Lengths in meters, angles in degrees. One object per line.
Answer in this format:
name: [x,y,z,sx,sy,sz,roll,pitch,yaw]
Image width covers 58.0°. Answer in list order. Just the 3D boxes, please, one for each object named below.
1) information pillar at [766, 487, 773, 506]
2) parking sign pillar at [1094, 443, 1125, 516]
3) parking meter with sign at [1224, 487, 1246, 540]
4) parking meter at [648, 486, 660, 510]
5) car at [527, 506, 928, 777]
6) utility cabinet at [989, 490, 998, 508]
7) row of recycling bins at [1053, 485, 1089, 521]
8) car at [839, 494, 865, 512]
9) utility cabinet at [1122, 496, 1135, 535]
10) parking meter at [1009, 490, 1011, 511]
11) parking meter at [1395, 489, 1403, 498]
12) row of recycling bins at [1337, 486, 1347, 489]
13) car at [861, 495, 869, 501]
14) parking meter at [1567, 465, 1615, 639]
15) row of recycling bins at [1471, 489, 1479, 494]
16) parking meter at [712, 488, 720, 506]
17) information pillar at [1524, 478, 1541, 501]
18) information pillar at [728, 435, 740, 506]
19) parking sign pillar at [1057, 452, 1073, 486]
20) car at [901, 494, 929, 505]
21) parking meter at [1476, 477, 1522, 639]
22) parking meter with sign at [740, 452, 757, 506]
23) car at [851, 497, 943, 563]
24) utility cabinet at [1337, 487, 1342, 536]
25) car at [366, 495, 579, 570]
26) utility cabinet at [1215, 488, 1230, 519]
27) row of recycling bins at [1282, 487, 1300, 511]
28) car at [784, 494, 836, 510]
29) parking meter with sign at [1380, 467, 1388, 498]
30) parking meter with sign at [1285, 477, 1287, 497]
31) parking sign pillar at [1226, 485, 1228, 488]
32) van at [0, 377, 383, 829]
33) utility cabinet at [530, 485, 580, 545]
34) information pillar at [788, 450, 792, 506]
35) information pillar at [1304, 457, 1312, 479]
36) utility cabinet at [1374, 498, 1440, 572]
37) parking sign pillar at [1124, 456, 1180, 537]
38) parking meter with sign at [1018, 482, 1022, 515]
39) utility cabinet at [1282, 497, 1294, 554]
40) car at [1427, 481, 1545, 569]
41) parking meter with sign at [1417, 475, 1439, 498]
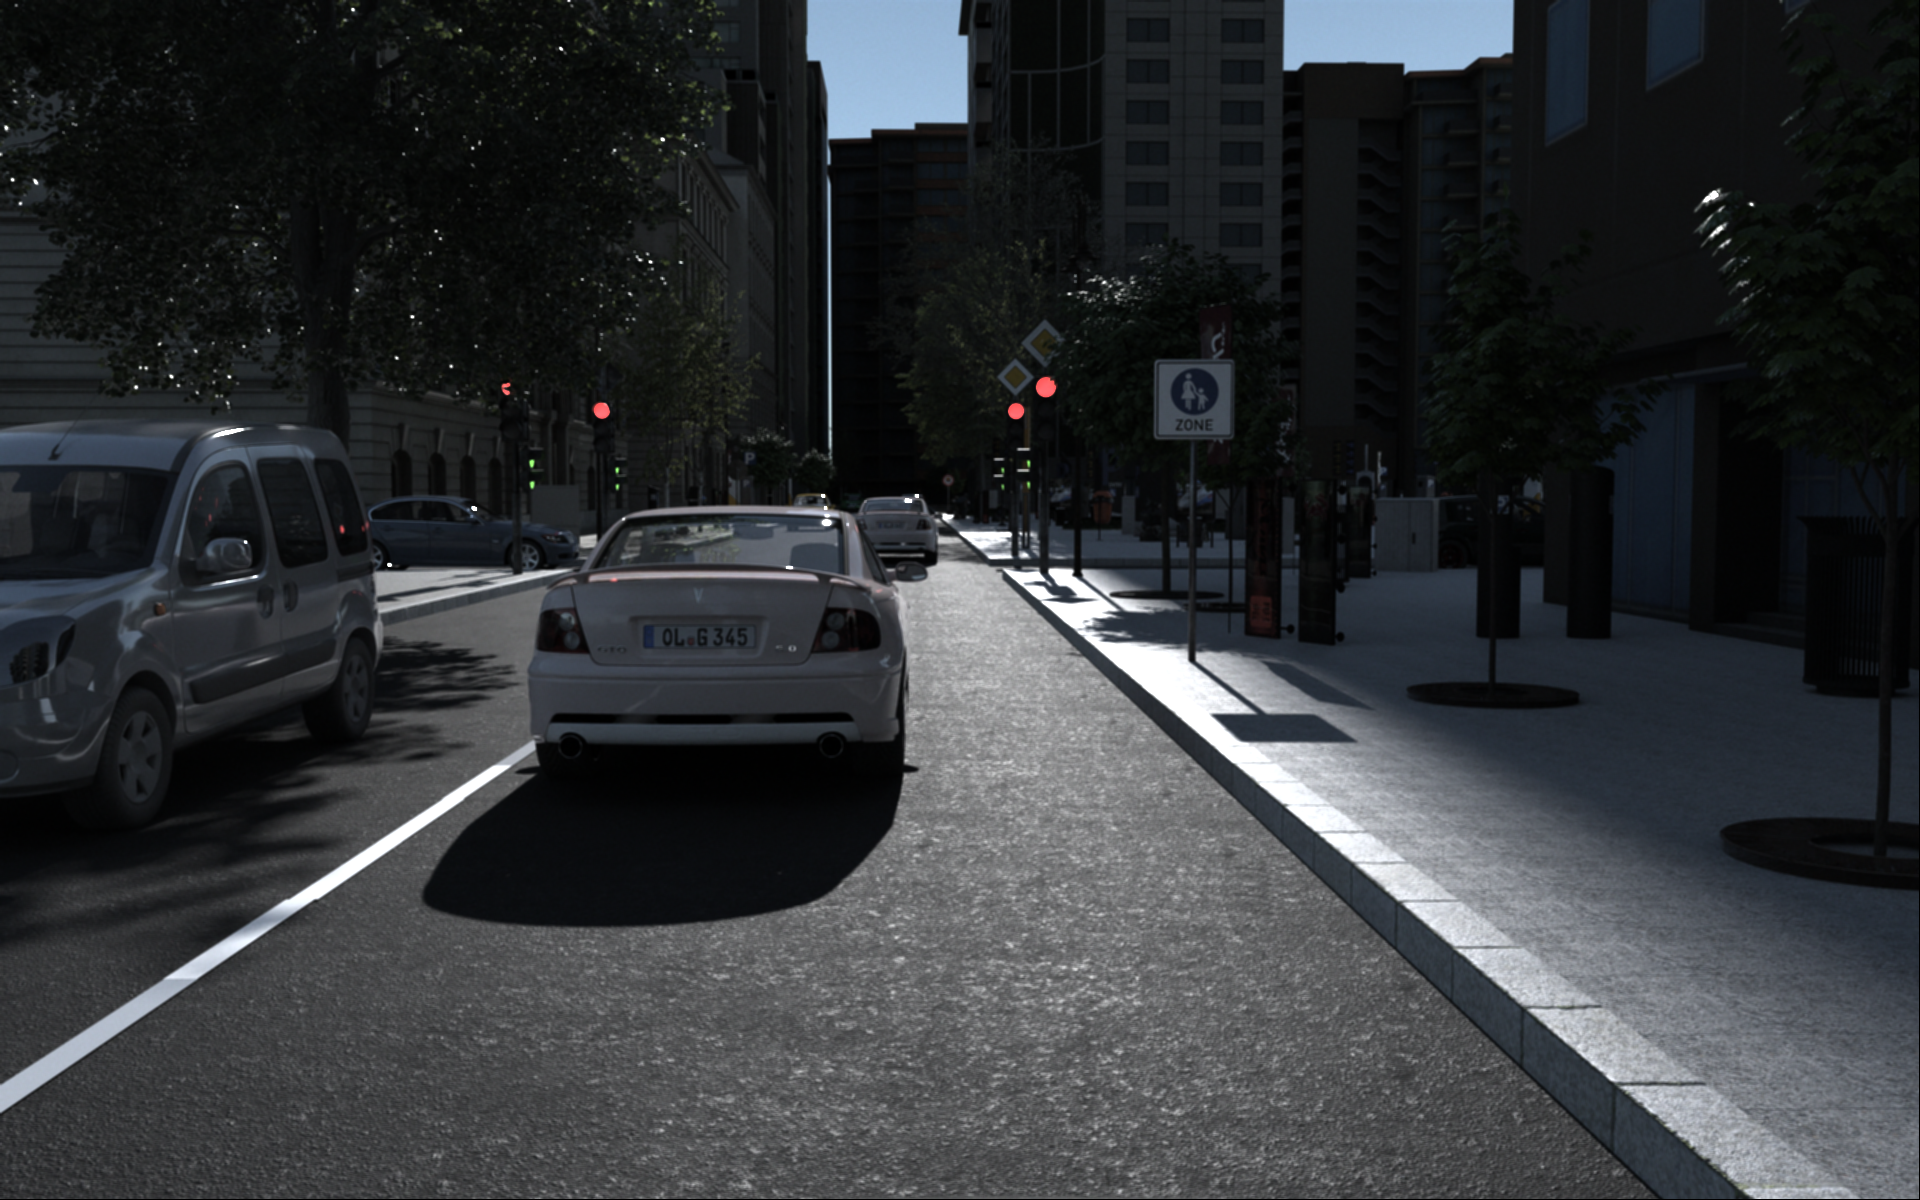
information pillar: [-9.331,-4.910,84.770,0.304,2.012,0.304,-1,4,-16]
parking sign pillar: [6.301,-5.165,72.921,1.447,3.967,1.447,-2,4,-33]
parking meter with sign: [7.976,-3.194,48.489,0.543,3.016,1.738,-1,4,-20]
parking meter: [-9.248,-2.691,52.416,0.372,1.533,0.369,0,3,0]
car: [-1.230,0.134,10.163,2.083,1.381,4.827,0,4,-1]
utility cabinet: [1.655,-5.820,103.834,1.173,1.500,0.318,0,4,-7]
row of recycling bins: [5.255,-4.564,81.742,1.069,1.692,3.534,-1,4,-14]
car: [-8.031,-7.352,129.008,1.959,1.807,4.718,0,4,-2]
utility cabinet: [5.651,-2.676,54.911,1.020,1.237,0.306,1,4,23]
parking meter: [2.658,-4.865,87.946,0.372,1.533,0.369,0,3,0]
parking meter: [22.796,-4.988,89.965,0.372,1.533,0.369,0,3,0]
row of recycling bins: [20.364,-5.158,91.439,1.069,1.692,3.534,-2,4,-35]
car: [-8.962,-8.783,156.182,1.945,1.354,3.894,0,4,-1]
parking meter: [5.625,-0.431,15.450,0.372,1.533,0.369,0,3,0]
row of recycling bins: [26.983,-4.936,87.820,1.069,1.692,3.534,-1,4,-9]
parking meter: [-10.727,-4.147,76.208,0.372,1.533,0.369,0,3,0]
information pillar: [13.931,-3.109,42.183,0.183,3.616,0.504,-2,4,-26]
information pillar: [-8.938,-4.720,68.522,0.504,3.616,0.183,-2,4,-30]
parking sign pillar: [6.628,-7.392,109.337,1.447,3.967,1.447,-2,4,-28]
car: [-2.851,-5.593,103.451,2.014,1.417,4.499,0,4,0]
parking meter: [4.824,-0.433,15.489,0.372,1.533,0.369,0,3,0]
parking meter with sign: [-8.670,-4.540,70.493,0.543,3.016,1.738,0,4,2]
car: [-1.405,-1.545,37.629,2.083,1.381,4.827,0,4,0]
utility cabinet: [10.995,-2.620,51.513,0.318,1.500,1.173,-1,4,-10]
car: [-9.209,-1.190,31.463,4.499,1.417,2.014,0,4,-1]
utility cabinet: [10.280,-3.653,68.409,1.173,1.500,0.318,3,4,36]
row of recycling bins: [18.822,-5.840,102.595,3.534,1.692,1.069,0,4,-4]
car: [-5.900,-3.575,68.669,2.015,1.641,3.980,0,4,0]
parking meter with sign: [26.950,-6.982,110.417,0.543,3.016,1.738,1,4,14]
parking meter with sign: [12.372,-4.517,70.110,1.738,3.016,0.543,1,4,23]
parking sign pillar: [13.352,-6.249,90.642,1.447,3.967,1.447,-1,4,-12]
van: [-4.324,-0.104,8.712,2.013,2.044,4.112,0,4,0]
utility cabinet: [-10.116,-2.113,43.224,1.173,1.500,0.318,-1,4,-22]
information pillar: [-8.959,-6.112,91.287,0.183,3.616,0.504,0,4,5]
information pillar: [21.883,-7.184,108.816,0.504,3.616,0.183,-1,4,-12]
utility cabinet: [7.419,-1.079,28.801,1.020,1.237,0.306,3,4,39]
parking sign pillar: [5.967,-3.900,52.231,1.447,3.967,1.447,-1,4,-13]
parking meter with sign: [3.680,-6.807,107.553,0.543,3.016,1.738,-2,4,-32]
utility cabinet: [6.907,-1.616,37.583,0.306,1.237,1.020,-1,4,-16]
car: [9.995,-1.313,31.252,4.222,1.686,2.009,0,3,0]
parking meter with sign: [18.612,-4.459,69.162,0.543,3.016,1.738,-1,4,-20]
